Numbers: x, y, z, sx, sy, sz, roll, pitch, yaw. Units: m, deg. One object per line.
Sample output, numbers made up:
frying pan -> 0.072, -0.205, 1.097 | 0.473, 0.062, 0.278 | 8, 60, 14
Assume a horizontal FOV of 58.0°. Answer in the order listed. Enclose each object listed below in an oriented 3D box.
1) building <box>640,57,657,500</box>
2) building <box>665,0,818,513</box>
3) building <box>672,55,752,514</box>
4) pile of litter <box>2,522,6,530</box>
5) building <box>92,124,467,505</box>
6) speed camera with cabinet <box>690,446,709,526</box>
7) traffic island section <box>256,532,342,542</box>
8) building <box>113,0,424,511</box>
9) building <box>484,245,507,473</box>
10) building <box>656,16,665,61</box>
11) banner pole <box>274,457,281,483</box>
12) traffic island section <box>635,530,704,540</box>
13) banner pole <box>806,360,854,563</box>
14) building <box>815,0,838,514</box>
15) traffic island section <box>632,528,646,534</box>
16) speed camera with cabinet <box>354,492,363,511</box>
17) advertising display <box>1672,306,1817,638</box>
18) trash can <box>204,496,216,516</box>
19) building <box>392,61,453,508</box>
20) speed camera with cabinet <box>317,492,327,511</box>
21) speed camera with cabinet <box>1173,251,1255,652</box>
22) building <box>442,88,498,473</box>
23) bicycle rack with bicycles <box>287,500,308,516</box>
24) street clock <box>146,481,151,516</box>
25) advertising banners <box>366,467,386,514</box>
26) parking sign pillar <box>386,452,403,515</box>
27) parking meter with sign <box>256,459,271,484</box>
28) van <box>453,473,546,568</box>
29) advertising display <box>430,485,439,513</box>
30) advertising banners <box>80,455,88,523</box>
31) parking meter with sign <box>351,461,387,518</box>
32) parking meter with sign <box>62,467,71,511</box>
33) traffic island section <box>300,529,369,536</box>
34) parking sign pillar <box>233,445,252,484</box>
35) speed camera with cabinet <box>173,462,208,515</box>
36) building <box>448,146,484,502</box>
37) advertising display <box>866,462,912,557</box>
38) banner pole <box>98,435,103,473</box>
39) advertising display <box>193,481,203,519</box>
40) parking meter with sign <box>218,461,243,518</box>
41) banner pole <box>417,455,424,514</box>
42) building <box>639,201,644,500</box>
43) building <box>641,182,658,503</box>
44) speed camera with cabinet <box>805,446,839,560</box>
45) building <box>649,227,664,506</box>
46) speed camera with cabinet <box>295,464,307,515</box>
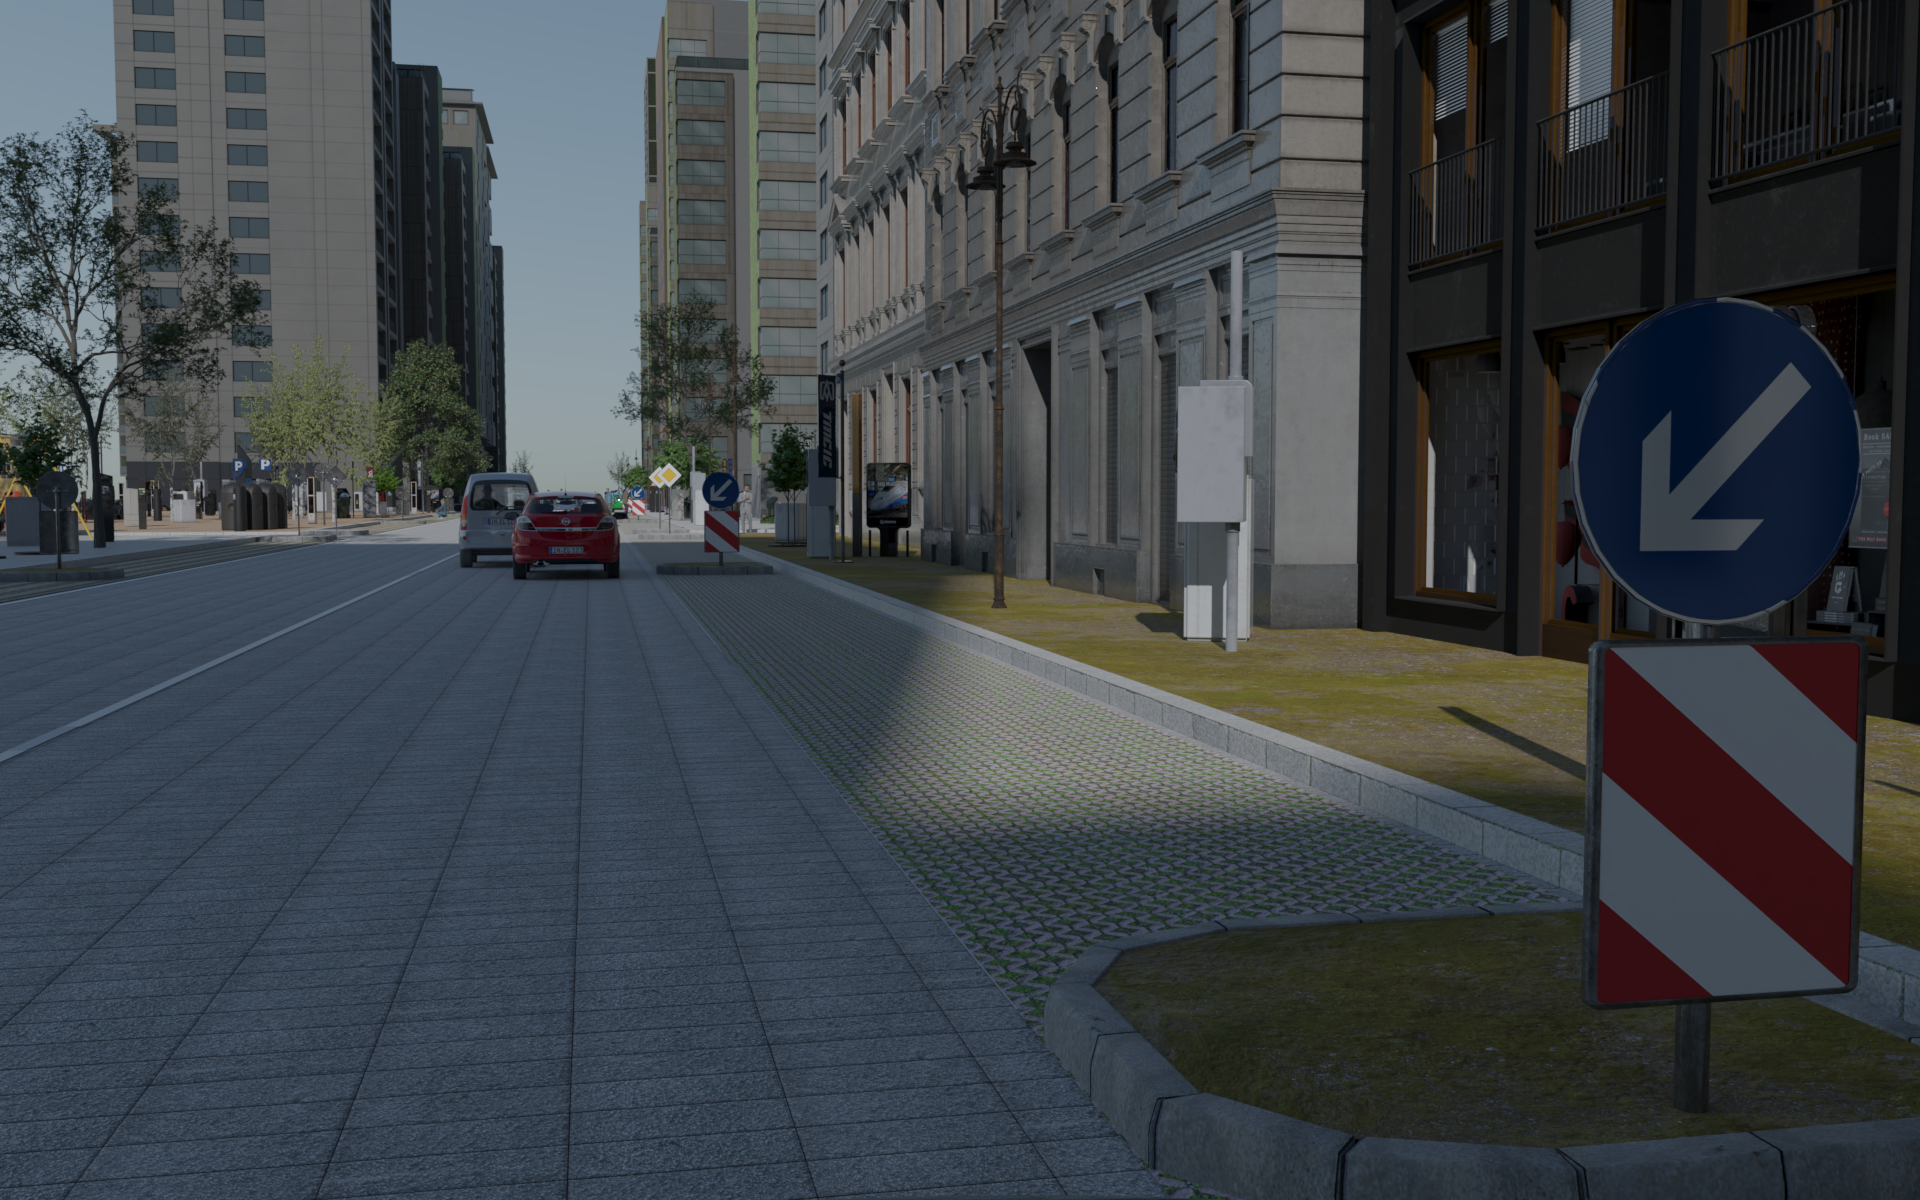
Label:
building -> -43.167, -51.770, 284.694 | 20.563, 71.187, 20.611 | -1, 4, -12
building -> -17.984, -28.403, 147.984 | 14.154, 41.232, 14.086 | -1, 4, -12
building -> -12.651, -21.255, 119.223 | 14.160, 30.474, 14.107 | -1, 4, -12
pile of litter -> -35.881, -3.228, 66.749 | 1.719, 0.858, 1.176 | -2, 4, -35
building -> -67.490, -29.641, 176.509 | 32.217, 40.220, 23.993 | -1, 4, -12
speed camera with cabinet -> -10.655, -4.688, 70.989 | 0.660, 3.252, 2.038 | -1, 4, -14
traffic island section -> -20.341, -1.894, 53.254 | 2.009, 0.180, 2.903 | -1, 4, -12
building -> -54.893, -42.952, 140.518 | 20.563, 71.187, 20.611 | -1, 4, -12
building -> -79.969, -36.221, 275.809 | 14.154, 41.232, 14.086 | -1, 4, -12
building -> -21.010, -31.322, 162.219 | 14.600, 45.320, 14.200 | -1, 4, -12
banner pole -> -41.936, -7.130, 106.585 | 0.401, 3.779, 0.863 | 1, 4, 9
traffic island section -> -9.295, -2.037, 55.589 | 2.009, 0.180, 2.903 | -1, 4, -12
banner pole -> -2.346, -2.577, 32.156 | 0.401, 3.779, 0.863 | 3, 5, 41
building -> 4.862, -39.116, 77.801 | 20.611, 71.187, 20.563 | -1, 4, -12
traffic island section -> -10.956, -2.515, 63.400 | 2.009, 0.180, 2.903 | -1, 4, -12
speed camera with cabinet -> -45.551, -8.441, 132.340 | 2.038, 3.252, 0.660 | 3, 5, 43
advertising display -> 2.853, -0.071, 6.370 | 0.123, 1.923, 0.974 | 0, 4, 3
trash can -> -44.236, -5.536, 102.165 | 0.748, 1.137, 0.748 | 0, 3, 0
building -> -55.115, -29.090, 159.223 | 14.154, 41.232, 14.086 | -1, 4, -12
speed camera with cabinet -> -48.491, -8.265, 129.468 | 2.038, 3.252, 0.660 | -3, 4, -37
speed camera with cabinet -> 2.211, -1.258, 14.909 | 0.660, 3.252, 2.038 | 1, 4, 12
building -> -76.190, -39.006, 226.990 | 28.713, 52.752, 27.495 | -1, 4, -12
bicycle rack with bicycles -> -39.101, -5.338, 100.662 | 2.852, 0.926, 2.925 | -2, 4, -32
street clock -> -46.615, -5.808, 99.529 | 0.471, 2.002, 0.358 | -1, 4, -22
advertising banners -> -37.808, -7.171, 113.430 | 2.074, 3.025, 0.090 | -2, 4, -29
parking sign pillar -> -35.638, -7.382, 109.168 | 1.447, 3.967, 1.447 | 1, 4, 13
parking meter with sign -> -35.060, -5.555, 87.081 | 0.543, 3.016, 1.738 | -2, 4, -31
van -> -9.286, -1.727, 35.243 | 2.013, 2.044, 4.112 | -1, 4, -14
advertising display -> -36.512, -7.034, 120.225 | 0.123, 1.923, 0.974 | 1, 4, 22
advertising banners -> -39.245, -4.981, 77.634 | 0.090, 3.025, 2.074 | -2, 4, -35
parking meter with sign -> -31.550, -5.887, 92.515 | 1.738, 3.016, 0.543 | -2, 4, -24
parking meter with sign -> -51.576, -6.327, 99.699 | 0.543, 3.016, 1.738 | -1, 4, -13
traffic island section -> -22.002, -2.372, 61.065 | 2.009, 0.180, 2.903 | -1, 4, -12
parking sign pillar -> -38.997, -6.463, 94.150 | 1.447, 3.967, 1.447 | 3, 5, 41
speed camera with cabinet -> -47.296, -6.847, 106.289 | 2.038, 3.252, 0.660 | 0, 4, -2
building -> -62.501, -31.399, 196.962 | 14.154, 41.232, 14.086 | -1, 4, -12
advertising display -> -1.457, -1.847, 35.406 | 0.974, 1.923, 0.123 | 1, 4, 23
banner pole -> -36.530, -5.108, 73.535 | 0.401, 3.779, 0.863 | 0, 4, -3
advertising display -> -38.782, -5.076, 88.199 | 0.123, 1.923, 0.974 | -3, 5, -43
parking meter with sign -> -38.533, -5.818, 91.387 | 1.738, 3.016, 0.543 | 2, 4, 35
banner pole -> -34.314, -7.353, 110.232 | 0.863, 3.779, 0.401 | 3, 5, 42
building -> -38.003, -34.300, 244.398 | 14.154, 41.232, 14.086 | -1, 4, -12
building -> -34.554, -33.466, 230.756 | 14.154, 41.232, 14.086 | -1, 4, -12
speed camera with cabinet -> -2.752, -2.445, 34.308 | 0.660, 3.252, 2.038 | 0, 4, -6
building -> -26.988, -25.605, 190.337 | 14.160, 30.474, 14.107 | -1, 4, -12
speed camera with cabinet -> -40.361, -6.819, 105.818 | 0.660, 3.252, 2.038 | -1, 4, -14
